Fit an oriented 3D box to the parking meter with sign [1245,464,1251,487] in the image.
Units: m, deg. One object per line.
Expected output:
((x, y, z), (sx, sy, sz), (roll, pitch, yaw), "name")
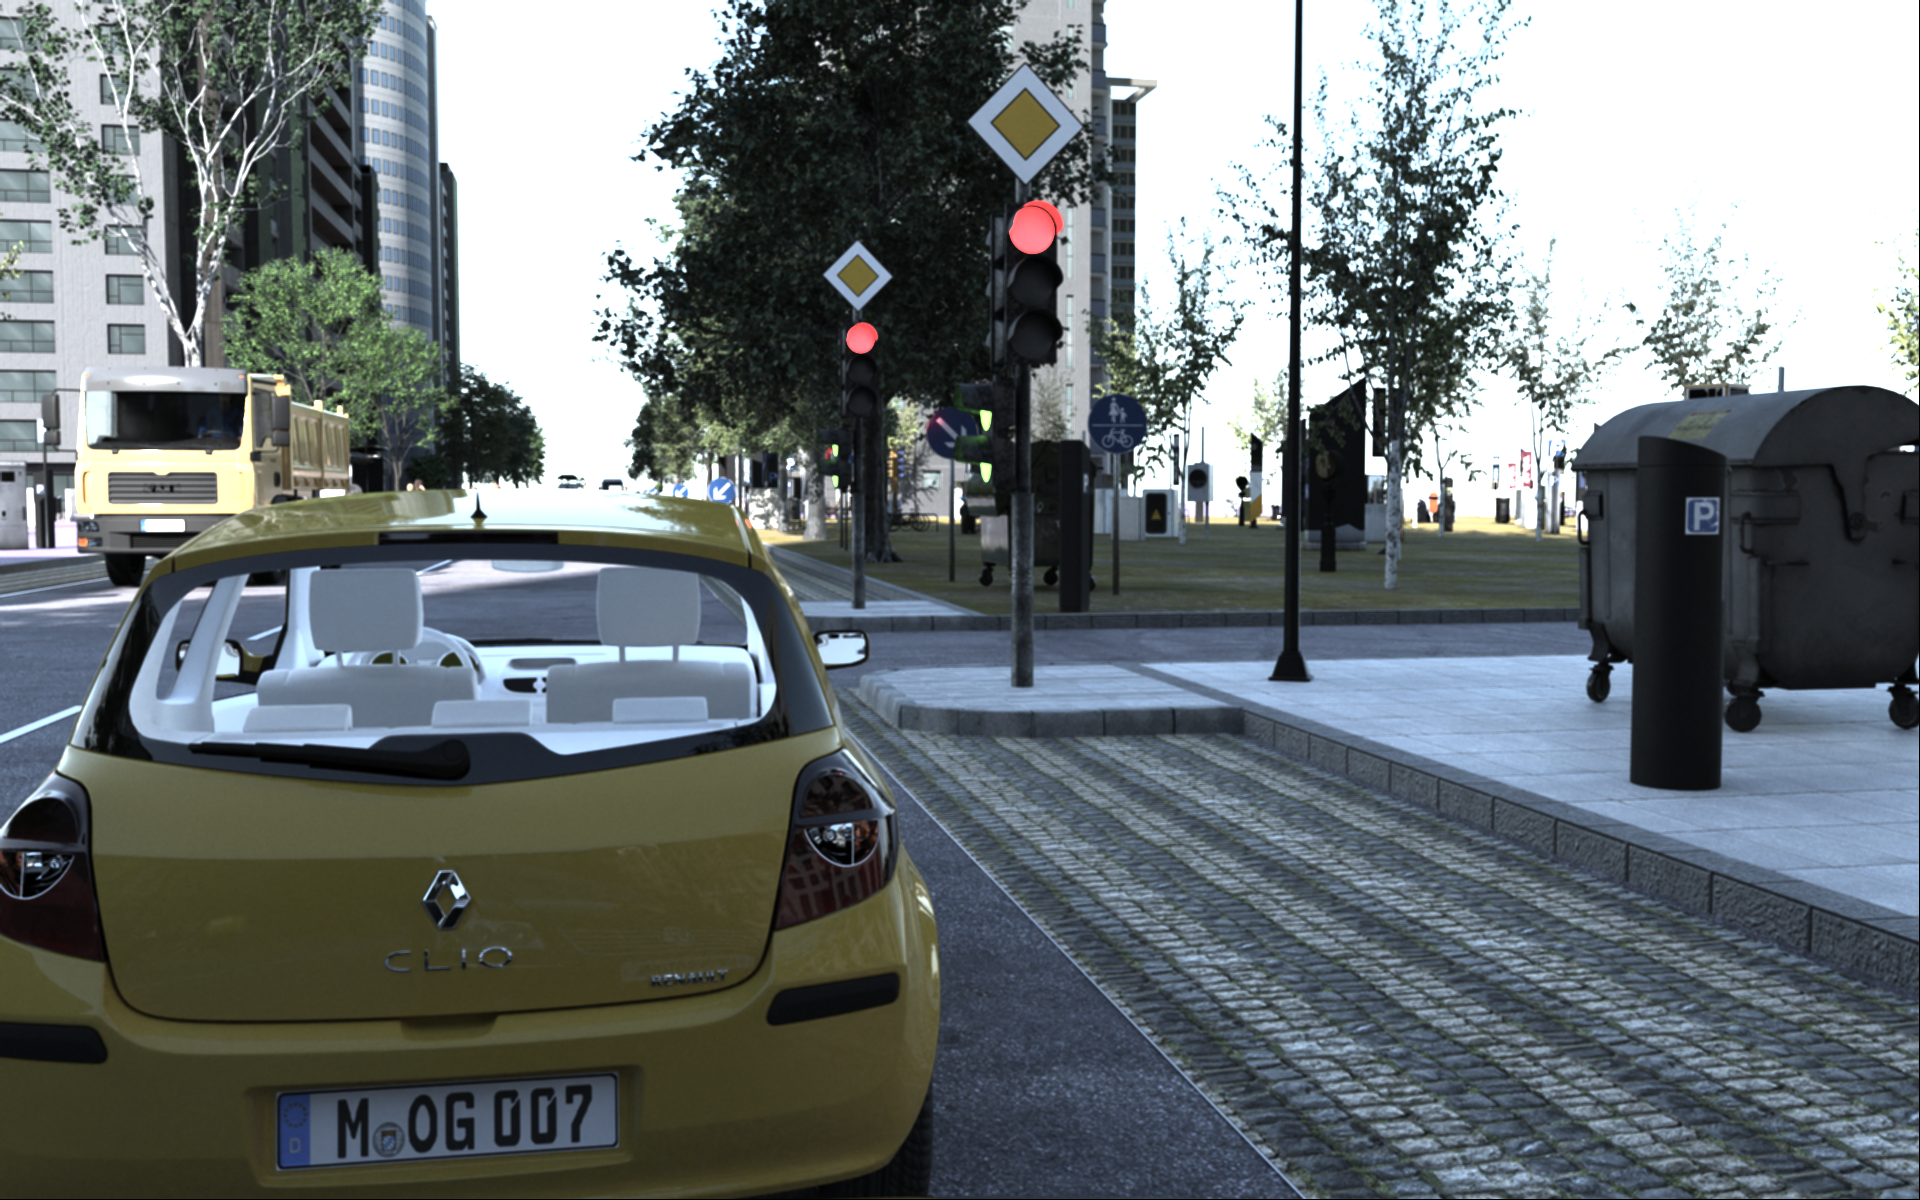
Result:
((16.464, -6.222, 97.995), (0.543, 3.016, 1.738), (0, 4, 5), "parking meter with sign")

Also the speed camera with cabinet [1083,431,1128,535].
((4.335, -3.686, 54.609), (2.038, 3.252, 0.660), (-2, 4, -34), "speed camera with cabinet")

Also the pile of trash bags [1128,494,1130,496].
((8.517, -4.539, 83.959), (3.447, 1.369, 1.912), (0, 4, 4), "pile of trash bags")

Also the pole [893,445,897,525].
((-2.689, -4.752, 71.535), (0.158, 3.312, 0.155), (0, 3, 0), "pole")

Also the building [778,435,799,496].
((-17.008, -36.364, 214.158), (23.786, 49.044, 30.456), (-1, 4, -11), "building")

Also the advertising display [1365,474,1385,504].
((13.395, -3.105, 55.977), (0.974, 1.923, 0.123), (-3, 5, -44), "advertising display")

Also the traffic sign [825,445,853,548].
((-2.835, -2.531, 41.485), (0.768, 2.556, 0.104), (0, 4, -5), "traffic sign")

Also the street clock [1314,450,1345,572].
((6.085, -1.469, 28.586), (0.358, 2.002, 0.471), (-3, 5, -40), "street clock")

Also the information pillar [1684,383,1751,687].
((5.065, -0.437, 11.640), (0.304, 2.012, 0.304), (-3, 4, -38), "information pillar")

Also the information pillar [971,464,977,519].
((0.811, -6.075, 90.676), (0.504, 3.616, 0.183), (0, 4, 5), "information pillar")

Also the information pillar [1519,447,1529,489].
((27.969, -5.783, 85.903), (0.504, 3.616, 0.183), (3, 5, 41), "information pillar")

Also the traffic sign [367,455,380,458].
((-31.278, -5.875, 89.936), (2.265, 3.308, 0.079), (0, 4, -8), "traffic sign")

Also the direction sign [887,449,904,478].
((-3.222, -5.767, 86.294), (0.876, 3.537, 0.379), (0, 4, 5), "direction sign")

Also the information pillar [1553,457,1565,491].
((25.819, -5.093, 74.622), (0.504, 3.616, 0.183), (1, 4, 21), "information pillar")

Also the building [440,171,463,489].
((-69.209, -32.337, 212.302), (14.154, 41.232, 14.086), (-1, 4, -11), "building")

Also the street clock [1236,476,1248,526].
((11.299, -3.968, 69.449), (0.471, 2.002, 0.358), (0, 4, -4), "street clock")

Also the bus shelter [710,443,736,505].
((-10.913, -5.601, 82.864), (1.731, 3.624, 6.357), (-1, 4, -11), "bus shelter")

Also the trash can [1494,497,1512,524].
((23.666, -3.906, 75.524), (0.748, 1.137, 0.748), (0, 3, 0), "trash can")

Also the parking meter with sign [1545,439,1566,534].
((19.214, -3.656, 56.043), (0.543, 3.016, 1.738), (1, 4, 14), "parking meter with sign")

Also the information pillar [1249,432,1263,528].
((11.119, -4.503, 64.986), (0.504, 3.616, 0.183), (2, 4, 28), "information pillar")

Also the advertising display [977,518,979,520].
((1.162, -4.865, 84.760), (0.123, 1.923, 0.974), (-3, 5, -40), "advertising display")

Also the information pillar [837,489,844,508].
((-6.331, -6.111, 91.275), (0.183, 3.616, 0.504), (-3, 5, -42), "information pillar")

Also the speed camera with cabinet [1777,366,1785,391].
((13.284, -2.022, 27.388), (2.038, 3.252, 0.660), (-2, 4, -24), "speed camera with cabinet")

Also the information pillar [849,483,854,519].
((-5.613, -5.232, 90.036), (0.304, 2.012, 0.304), (0, 3, 0), "information pillar")

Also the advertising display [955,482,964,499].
((-0.123, -5.142, 89.278), (0.123, 1.923, 0.974), (-3, 4, -36), "advertising display")

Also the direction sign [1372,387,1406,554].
((9.131, -2.749, 36.937), (0.876, 3.537, 0.379), (-2, 4, -26), "direction sign")

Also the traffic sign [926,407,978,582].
((-0.116, -1.544, 25.355), (0.768, 2.556, 0.104), (0, 4, -2), "traffic sign")

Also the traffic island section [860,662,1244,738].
((0.439, 0.655, 11.578), (2.009, 0.180, 2.903), (-1, 4, -11), "traffic island section")

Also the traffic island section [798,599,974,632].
((-1.115, 0.176, 19.410), (2.009, 0.180, 2.903), (-1, 4, -11), "traffic island section")

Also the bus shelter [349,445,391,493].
((-29.598, -5.805, 86.196), (1.731, 3.624, 6.357), (-1, 4, -11), "bus shelter")

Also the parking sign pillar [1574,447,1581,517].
((35.719, -6.731, 98.522), (1.447, 3.967, 1.447), (0, 4, -3), "parking sign pillar")

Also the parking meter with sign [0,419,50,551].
((-21.765, -2.649, 39.567), (0.543, 3.016, 1.738), (3, 5, 42), "parking meter with sign")

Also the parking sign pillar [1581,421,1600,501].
((23.916, -4.604, 63.750), (1.447, 3.967, 1.447), (2, 4, 35), "parking sign pillar")

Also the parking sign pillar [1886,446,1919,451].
((42.351, -5.488, 78.202), (1.447, 3.967, 1.447), (-1, 4, -8), "parking sign pillar")

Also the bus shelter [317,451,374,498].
((-28.464, -5.264, 79.998), (2.014, 3.302, 5.546), (-1, 4, -11), "bus shelter")

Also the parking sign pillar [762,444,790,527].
((-7.337, -4.811, 67.129), (1.447, 3.967, 1.447), (-1, 4, -14), "parking sign pillar")

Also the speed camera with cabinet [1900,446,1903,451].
((31.103, -3.939, 58.745), (2.038, 3.252, 0.660), (2, 4, 31), "speed camera with cabinet")

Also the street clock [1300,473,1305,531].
((11.712, -3.362, 59.536), (0.358, 2.002, 0.471), (-1, 4, -12), "street clock")

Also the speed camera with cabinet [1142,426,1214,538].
((6.344, -3.432, 50.442), (2.038, 3.252, 0.660), (2, 4, 25), "speed camera with cabinet")

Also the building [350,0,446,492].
((-69.253, -39.648, 190.247), (21.231, 58.520, 28.212), (-1, 4, -11), "building")

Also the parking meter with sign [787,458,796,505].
((-8.471, -5.438, 85.172), (0.543, 3.016, 1.738), (-1, 4, -15), "parking meter with sign")

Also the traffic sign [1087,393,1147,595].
((1.989, -1.340, 22.009), (0.768, 2.556, 0.104), (0, 4, -4), "traffic sign")

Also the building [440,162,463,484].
((-73.110, -35.256, 226.551), (14.600, 45.320, 14.200), (-1, 4, -11), "building")

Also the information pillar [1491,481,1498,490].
((30.633, -5.799, 99.309), (0.304, 2.012, 0.304), (0, 4, -7), "information pillar")

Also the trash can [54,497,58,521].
((-40.698, -4.017, 77.339), (0.748, 1.137, 0.748), (0, 3, 0), "trash can")

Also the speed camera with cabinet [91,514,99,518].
((-33.184, -4.518, 68.203), (2.038, 3.252, 0.660), (1, 4, 8), "speed camera with cabinet")

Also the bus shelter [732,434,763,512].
((-8.758, -5.956, 75.009), (2.179, 5.291, 8.768), (-1, 4, -11), "bus shelter")

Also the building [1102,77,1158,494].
((-1.402, -28.187, 152.746), (32.217, 40.220, 23.993), (-1, 4, -11), "building")

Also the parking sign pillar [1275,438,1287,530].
((12.061, -4.501, 62.056), (1.447, 3.967, 1.447), (-2, 4, -24), "parking sign pillar")

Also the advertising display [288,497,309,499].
((-32.594, -4.903, 85.374), (0.974, 1.923, 0.123), (-1, 4, -11), "advertising display")

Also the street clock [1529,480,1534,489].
((29.093, -5.121, 88.291), (0.358, 2.002, 0.471), (1, 4, 14), "street clock")

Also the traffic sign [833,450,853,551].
((-2.582, -2.271, 39.258), (0.606, 2.300, 0.079), (0, 4, -7), "traffic sign")

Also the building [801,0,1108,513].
((-1.088, -35.678, 125.328), (21.231, 58.520, 28.212), (-1, 4, -11), "building")

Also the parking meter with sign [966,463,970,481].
((1.249, -6.120, 96.329), (1.738, 3.016, 0.543), (1, 4, 16), "parking meter with sign")

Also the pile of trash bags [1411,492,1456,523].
((21.146, -4.134, 77.351), (1.912, 1.369, 3.447), (1, 4, 14), "pile of trash bags")
